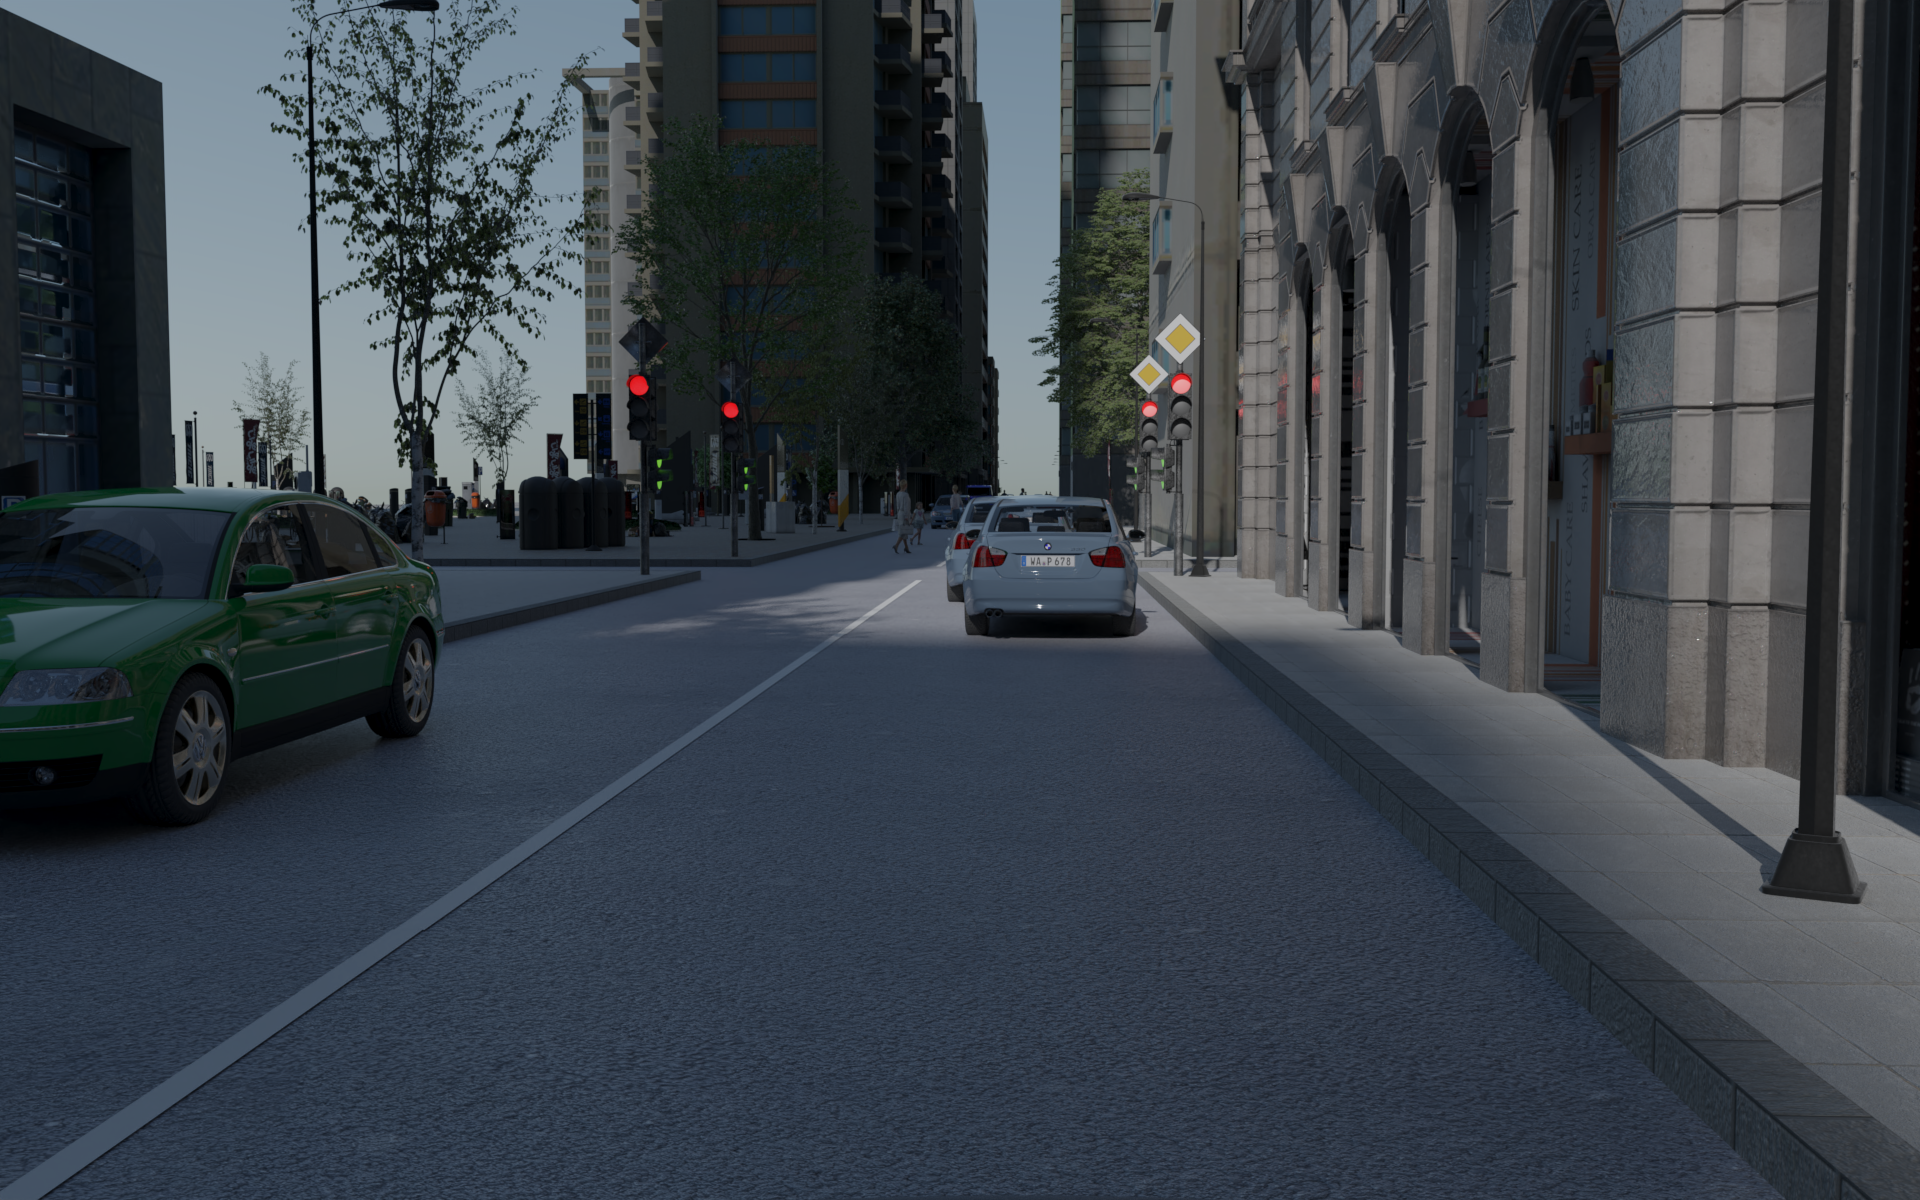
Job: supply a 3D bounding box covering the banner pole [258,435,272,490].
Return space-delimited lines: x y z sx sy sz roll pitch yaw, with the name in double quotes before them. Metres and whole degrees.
"banner pole" -29.361 -5.096 73.333 0.401 3.779 0.863 2 4 30

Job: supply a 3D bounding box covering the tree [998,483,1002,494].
"tree" 5.731 -16.797 269.232 1.663 3.219 1.824 0 3 0

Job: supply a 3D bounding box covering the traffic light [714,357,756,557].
"traffic light" -4.610 -2.844 35.420 0.839 4.253 0.868 0 4 3

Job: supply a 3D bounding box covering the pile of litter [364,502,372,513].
"pile of litter" -32.994 -5.009 95.855 1.176 0.858 1.719 -2 4 -25

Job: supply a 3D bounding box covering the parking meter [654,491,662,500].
"parking meter" -15.352 -5.051 88.290 0.399 1.863 0.255 1 4 11

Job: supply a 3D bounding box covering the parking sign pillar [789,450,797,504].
"parking sign pillar" -10.116 -6.999 102.912 1.447 3.967 1.447 -2 4 -27

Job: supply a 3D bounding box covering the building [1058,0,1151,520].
"building" 12.918 -25.612 102.353 14.154 41.232 14.086 0 4 3

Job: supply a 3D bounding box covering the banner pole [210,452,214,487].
"banner pole" -39.141 -6.121 90.089 0.401 3.779 0.863 2 4 31

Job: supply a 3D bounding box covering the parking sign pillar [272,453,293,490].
"parking sign pillar" -43.808 -7.557 112.030 1.447 3.967 1.447 2 4 32

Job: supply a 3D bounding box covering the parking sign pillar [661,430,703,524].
"parking sign pillar" -12.029 -5.213 73.711 1.447 3.967 1.447 1 4 13

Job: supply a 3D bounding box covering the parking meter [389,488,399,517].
"parking meter" -23.447 -3.876 71.775 0.372 1.533 0.369 0 3 0

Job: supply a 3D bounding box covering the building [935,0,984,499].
"building" -5.675 -49.976 255.357 20.563 71.187 20.611 0 4 3

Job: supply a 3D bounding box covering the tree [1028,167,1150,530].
"tree" 6.124 -8.739 61.005 7.486 12.596 7.792 0 3 0

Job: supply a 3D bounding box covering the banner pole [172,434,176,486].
"banner pole" -28.925 -4.494 63.488 0.401 3.779 0.863 0 4 3

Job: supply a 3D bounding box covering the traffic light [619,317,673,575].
"traffic light" -4.996 -2.356 27.445 0.839 4.253 0.868 0 4 3

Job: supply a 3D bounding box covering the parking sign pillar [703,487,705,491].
"parking sign pillar" -13.089 -5.730 82.165 1.447 3.967 1.447 0 4 7

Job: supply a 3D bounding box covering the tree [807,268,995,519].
"tree" -2.995 -10.462 88.067 9.611 12.733 9.660 0 3 0

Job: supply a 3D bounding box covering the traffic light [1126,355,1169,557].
"traffic light" 3.792 -2.820 35.031 0.839 4.253 0.868 0 4 3

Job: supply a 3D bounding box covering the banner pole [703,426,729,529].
"banner pole" -8.900 -4.510 63.754 0.863 3.779 0.401 2 4 35

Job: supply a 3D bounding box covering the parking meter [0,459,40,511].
"parking meter" -6.902 -0.258 12.622 0.372 1.533 0.369 0 3 0

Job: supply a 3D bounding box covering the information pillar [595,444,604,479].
"information pillar" -14.203 -4.705 68.281 0.183 3.616 0.504 2 4 24

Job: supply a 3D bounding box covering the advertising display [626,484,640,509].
"advertising display" -20.769 -6.419 110.158 0.974 1.923 0.123 2 4 24

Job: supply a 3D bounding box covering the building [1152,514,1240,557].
"building" 15.721 -25.700 43.896 21.600 48.544 21.300 0 4 3

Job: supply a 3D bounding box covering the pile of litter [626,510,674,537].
"pile of litter" -9.491 -2.334 52.123 1.719 0.858 1.176 0 4 -3

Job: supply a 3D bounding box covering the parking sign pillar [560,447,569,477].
"parking sign pillar" -20.712 -6.183 89.557 1.447 3.967 1.447 -3 5 -39

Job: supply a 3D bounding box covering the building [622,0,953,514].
"building" -11.924 -28.763 124.906 22.147 44.769 28.867 0 4 3

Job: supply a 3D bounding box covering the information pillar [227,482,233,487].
"information pillar" -43.103 -5.983 102.321 0.304 2.012 0.304 -2 4 -29

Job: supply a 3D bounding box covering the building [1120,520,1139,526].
"building" 11.905 -23.974 75.566 14.154 41.232 14.086 0 4 3

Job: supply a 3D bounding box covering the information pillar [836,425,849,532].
"information pillar" -4.009 -4.156 59.301 0.183 3.616 0.504 2 4 35

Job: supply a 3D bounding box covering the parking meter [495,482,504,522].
"parking meter" -21.340 -4.564 80.335 0.399 1.863 0.255 -1 4 -15

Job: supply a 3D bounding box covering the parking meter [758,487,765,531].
"parking meter" -7.010 -3.181 60.414 0.372 1.533 0.369 0 3 0

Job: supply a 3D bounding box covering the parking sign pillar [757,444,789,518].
"parking sign pillar" -10.232 -6.359 92.449 1.447 3.967 1.447 1 4 19

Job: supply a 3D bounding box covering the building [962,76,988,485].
"building" -7.652 -35.593 205.648 21.300 48.544 21.600 0 4 3

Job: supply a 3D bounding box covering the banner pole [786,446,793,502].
"banner pole" -8.858 -6.044 88.830 0.863 3.779 0.401 1 4 14

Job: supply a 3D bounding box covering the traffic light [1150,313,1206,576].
"traffic light" 3.406 -2.332 27.055 0.839 4.253 0.868 0 4 3

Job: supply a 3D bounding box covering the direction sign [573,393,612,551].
"direction sign" -8.261 -2.873 38.976 0.876 3.537 0.379 0 4 5

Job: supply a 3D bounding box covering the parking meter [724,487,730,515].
"parking meter" -14.104 -6.041 104.479 0.399 1.863 0.255 2 4 29

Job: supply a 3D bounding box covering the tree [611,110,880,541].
"tree" -5.834 -7.462 47.766 9.928 11.665 9.643 0 3 0

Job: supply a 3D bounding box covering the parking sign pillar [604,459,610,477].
"parking sign pillar" -22.670 -7.488 110.904 1.447 3.967 1.447 0 4 -3

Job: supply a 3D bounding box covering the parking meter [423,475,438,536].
"parking meter" -16.374 -2.929 53.608 0.255 1.863 0.399 2 4 25

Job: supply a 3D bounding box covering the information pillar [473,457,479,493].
"information pillar" -30.926 -7.297 110.660 0.183 3.616 0.504 1 4 21

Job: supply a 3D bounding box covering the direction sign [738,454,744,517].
"direction sign" -12.286 -6.426 97.070 0.379 3.537 0.876 -2 4 -23

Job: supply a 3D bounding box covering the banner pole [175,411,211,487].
"banner pole" -23.019 -3.789 51.967 0.401 3.779 0.863 0 4 4

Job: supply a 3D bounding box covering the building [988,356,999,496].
"building" -8.973 -23.685 232.295 27.650 21.520 28.899 0 4 3

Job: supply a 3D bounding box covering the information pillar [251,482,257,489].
"information pillar" -27.370 -4.634 67.124 0.183 3.616 0.504 -2 4 -35

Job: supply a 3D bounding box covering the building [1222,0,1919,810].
"building" 9.606 -10.561 14.480 13.314 21.916 24.055 0 4 3

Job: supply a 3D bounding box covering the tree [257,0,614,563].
"tree" -6.727 -4.381 21.997 4.360 8.622 3.978 0 3 0

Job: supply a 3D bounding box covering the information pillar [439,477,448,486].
"information pillar" -22.217 -4.282 74.504 0.304 2.012 0.304 -2 4 -32

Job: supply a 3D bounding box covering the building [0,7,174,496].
"building" -28.490 -42.927 14.528 31.000 86.520 22.319 0 4 3

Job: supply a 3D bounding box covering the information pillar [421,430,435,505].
"information pillar" -17.143 -3.938 55.747 0.183 3.616 0.504 3 5 43

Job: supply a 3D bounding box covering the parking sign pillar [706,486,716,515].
"parking sign pillar" -15.570 -7.135 105.135 1.447 3.967 1.447 1 4 17

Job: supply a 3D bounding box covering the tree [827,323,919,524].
"tree" -4.140 -7.595 74.545 4.360 8.622 3.978 0 3 0

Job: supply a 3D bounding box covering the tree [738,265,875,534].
"tree" -4.872 -6.409 55.143 4.737 8.622 4.395 0 3 0

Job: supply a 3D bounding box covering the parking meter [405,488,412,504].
"parking meter" -23.619 -4.031 74.316 0.372 1.533 0.369 0 3 0

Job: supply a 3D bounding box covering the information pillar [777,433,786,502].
"information pillar" -6.841 -4.590 66.401 0.183 3.616 0.504 -3 5 -41

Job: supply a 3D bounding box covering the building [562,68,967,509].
"building" -15.715 -28.120 151.640 32.217 40.220 23.993 0 4 3
